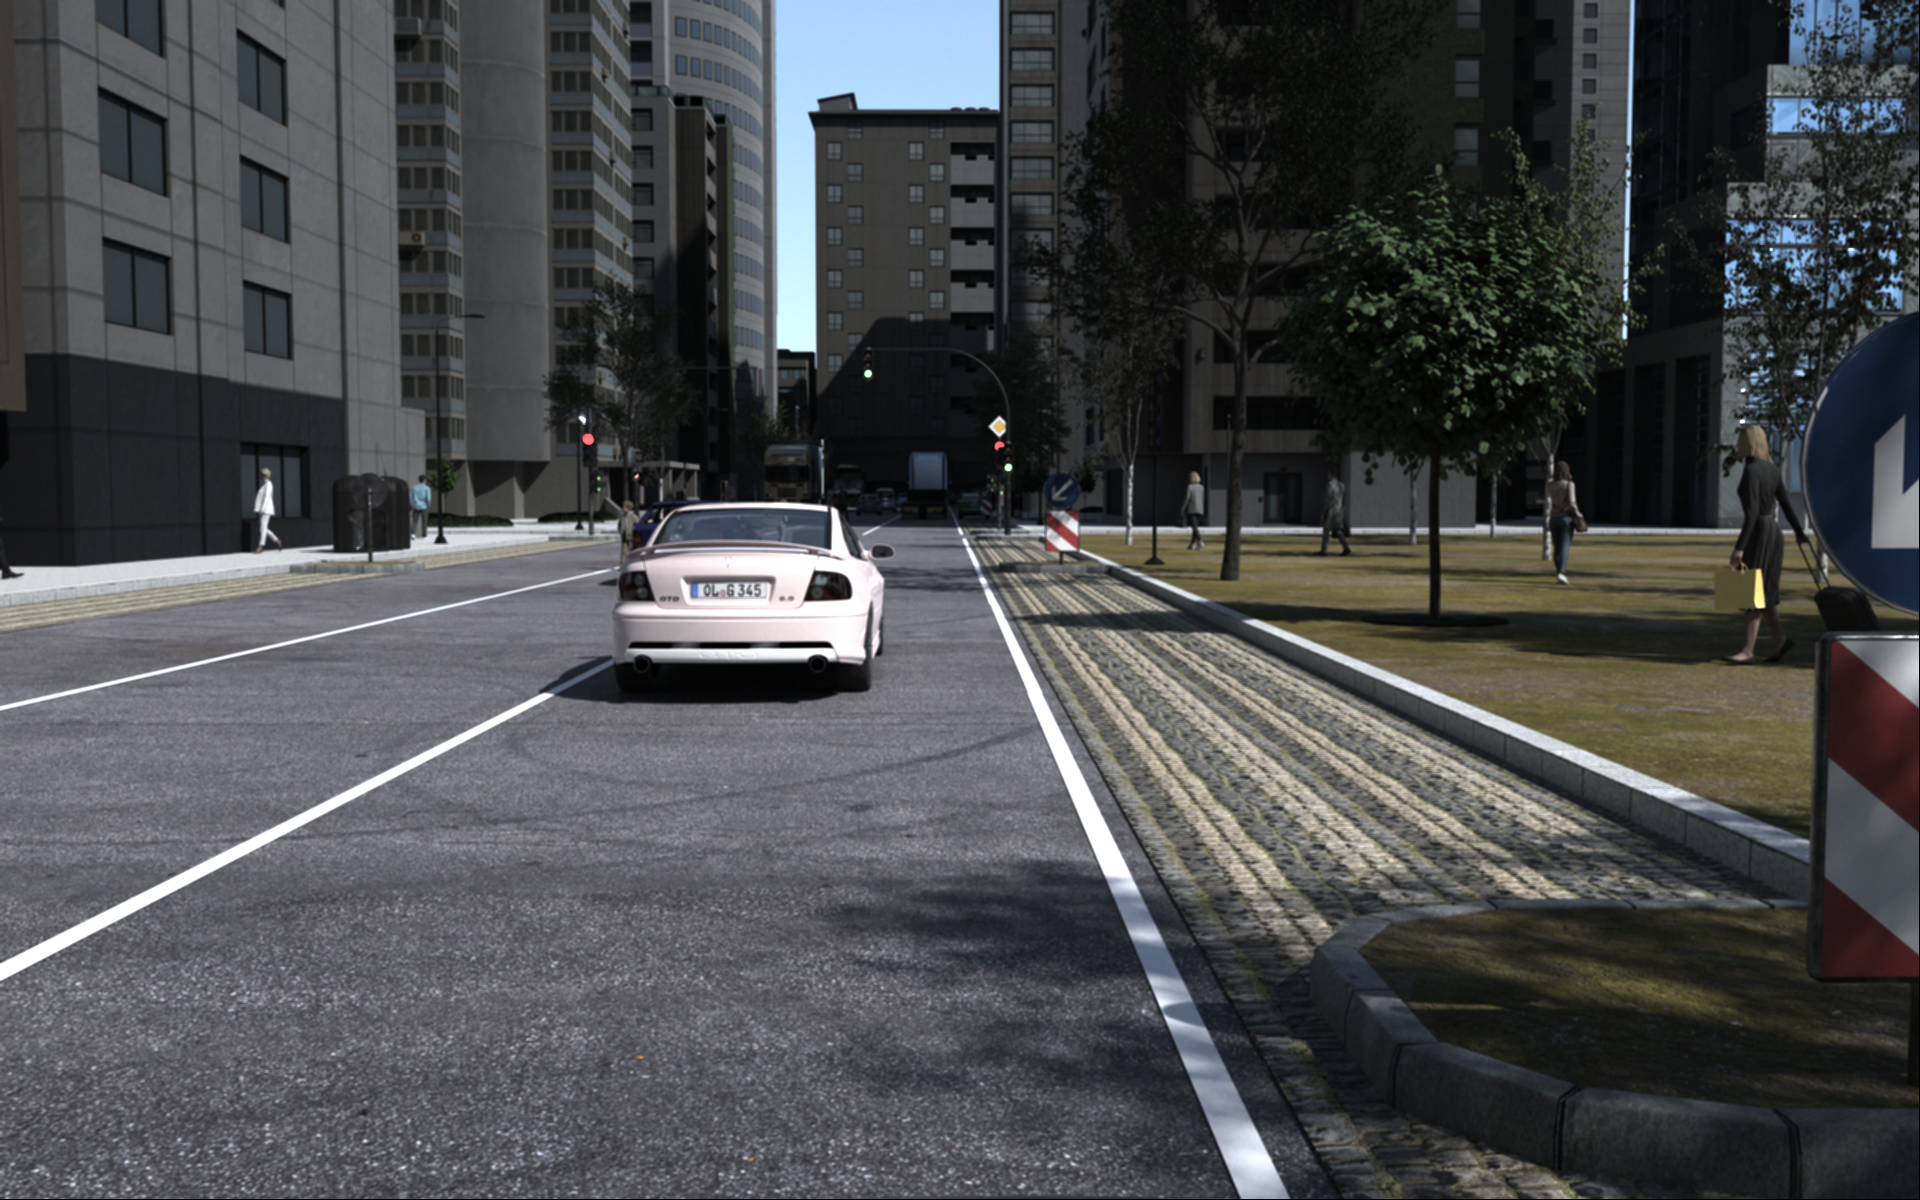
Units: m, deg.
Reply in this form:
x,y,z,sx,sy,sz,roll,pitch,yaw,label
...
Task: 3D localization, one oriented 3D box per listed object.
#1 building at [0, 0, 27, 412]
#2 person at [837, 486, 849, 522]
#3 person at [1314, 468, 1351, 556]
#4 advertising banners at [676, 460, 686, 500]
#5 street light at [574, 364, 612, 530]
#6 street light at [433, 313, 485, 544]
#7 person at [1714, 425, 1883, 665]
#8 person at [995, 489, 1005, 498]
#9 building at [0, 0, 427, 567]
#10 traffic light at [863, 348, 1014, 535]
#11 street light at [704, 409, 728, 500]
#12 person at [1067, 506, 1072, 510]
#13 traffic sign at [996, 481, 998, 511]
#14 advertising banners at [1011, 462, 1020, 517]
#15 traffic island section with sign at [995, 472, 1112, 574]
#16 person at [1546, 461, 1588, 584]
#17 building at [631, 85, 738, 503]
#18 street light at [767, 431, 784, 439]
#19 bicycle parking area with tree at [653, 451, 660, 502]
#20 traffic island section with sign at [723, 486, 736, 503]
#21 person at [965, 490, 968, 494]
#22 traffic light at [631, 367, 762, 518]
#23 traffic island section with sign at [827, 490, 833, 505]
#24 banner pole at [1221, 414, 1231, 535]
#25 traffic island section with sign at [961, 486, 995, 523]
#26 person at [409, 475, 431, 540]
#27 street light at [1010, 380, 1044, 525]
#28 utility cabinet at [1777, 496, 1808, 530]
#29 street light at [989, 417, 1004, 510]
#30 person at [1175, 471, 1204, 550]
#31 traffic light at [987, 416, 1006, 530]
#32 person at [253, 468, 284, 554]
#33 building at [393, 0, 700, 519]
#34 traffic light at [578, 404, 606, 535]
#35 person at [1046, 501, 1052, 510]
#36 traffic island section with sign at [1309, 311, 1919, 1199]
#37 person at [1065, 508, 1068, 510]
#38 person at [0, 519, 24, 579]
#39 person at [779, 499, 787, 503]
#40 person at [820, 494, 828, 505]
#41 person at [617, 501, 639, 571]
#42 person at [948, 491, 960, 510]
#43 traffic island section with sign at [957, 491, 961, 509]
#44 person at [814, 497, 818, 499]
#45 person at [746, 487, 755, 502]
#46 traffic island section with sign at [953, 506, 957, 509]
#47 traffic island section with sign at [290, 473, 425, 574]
x,y,z,sx,sy,sz,roll,pitch,yaw,label
-22.967,-22.719,21.568,14.600,45.320,14.200,0,4,-1,building
-6.069,-5.015,90.307,0.655,1.846,0.447,0,4,7,person
7.692,-1.811,35.756,0.694,1.812,0.767,-3,5,-42,person
-14.001,-5.558,87.054,0.090,3.025,2.074,0,4,5,advertising banners
-13.081,-5.461,61.834,1.470,5.913,1.316,0,4,-1,street light
-12.886,-4.408,44.607,1.470,5.913,1.316,0,4,-1,street light
6.371,-0.420,13.124,1.509,1.804,0.699,-1,4,-10,person
3.242,-8.379,143.819,1.217,1.735,0.721,-3,4,-37,person
-25.891,-36.714,38.530,20.611,71.187,20.563,0,4,-1,building
-0.625,-4.849,53.952,4.771,5.953,1.251,0,4,-1,traffic light
-13.379,-7.468,94.642,1.470,5.913,1.316,0,4,-1,street light
5.797,-4.948,91.634,0.352,1.250,0.332,0,4,-6,person
2.799,-8.005,133.014,0.606,2.300,0.079,0,4,1,traffic sign
2.943,-6.070,95.424,0.090,3.025,2.074,2,4,25,advertising banners
1.718,-1.424,31.917,1.989,1.847,2.006,0,4,-1,traffic island section with sign
8.617,-1.110,24.775,0.643,1.750,0.593,-3,5,-41,person
-24.161,-21.674,126.072,14.160,30.474,14.107,0,4,-1,building
-13.626,-9.470,127.371,1.470,5.913,1.316,0,4,-1,street light
-21.501,-7.725,113.312,9.016,4.147,8.231,3,5,43,bicycle parking area with tree
-11.520,-4.775,86.698,1.989,1.847,2.006,0,4,-1,traffic island section with sign
0.551,-9.008,155.770,0.705,1.826,1.348,1,4,14,person
-9.480,-5.342,62.013,4.771,5.953,1.251,0,4,-1,traffic light
-12.261,-9.515,164.201,1.989,1.847,2.006,0,4,-1,traffic island section with sign
8.486,-3.964,54.824,0.401,3.779,0.863,1,4,10,banner pole
1.184,-4.808,87.234,1.989,1.847,2.006,0,4,-1,traffic island section with sign
-15.174,-2.601,48.589,0.660,1.820,0.620,0,4,1,person
2.752,-6.016,70.895,1.470,5.913,1.316,0,4,-1,street light
29.735,-3.102,61.878,0.306,1.237,1.020,-3,5,-44,utility cabinet
2.443,-8.028,103.806,1.470,5.913,1.316,0,4,-1,street light
5.347,-2.058,39.876,0.709,1.800,0.728,-2,4,-31,person
1.389,-4.476,62.098,0.839,4.253,0.868,0,4,-1,traffic light
-15.015,-1.937,37.592,0.514,1.842,0.818,3,4,37,person
-31.289,-24.633,94.628,32.217,40.220,23.993,0,4,-1,building
-11.495,-3.979,53.973,0.839,4.253,0.868,0,4,-1,traffic light
6.037,-6.664,115.351,0.532,1.782,0.716,-3,5,-44,person
1.986,0.257,4.427,1.989,1.847,2.006,0,4,-1,traffic island section with sign
6.566,-6.042,105.025,0.606,1.804,0.583,2,4,25,person
-14.466,-1.188,25.865,0.834,1.777,0.661,-2,4,-29,person
-4.415,-1.845,42.939,0.425,1.301,0.394,2,4,26,person
-12.810,-9.245,160.435,1.217,1.735,0.721,0,4,2,person
-6.220,-1.210,32.553,0.475,1.303,0.640,0,4,6,person
-0.618,-8.838,153.788,1.217,1.735,0.721,0,4,-1,person
0.942,-6.456,114.189,1.989,1.847,2.006,0,4,-1,traffic island section with sign
-15.721,-11.160,188.375,0.709,1.838,0.599,-3,4,-38,person
-15.106,-7.252,124.717,0.694,1.812,0.767,-2,4,-34,person
0.447,-9.518,164.250,1.989,1.847,2.006,0,4,-1,traffic island section with sign
-10.994,-1.421,31.866,1.989,1.847,2.006,0,4,-1,traffic island section with sign
